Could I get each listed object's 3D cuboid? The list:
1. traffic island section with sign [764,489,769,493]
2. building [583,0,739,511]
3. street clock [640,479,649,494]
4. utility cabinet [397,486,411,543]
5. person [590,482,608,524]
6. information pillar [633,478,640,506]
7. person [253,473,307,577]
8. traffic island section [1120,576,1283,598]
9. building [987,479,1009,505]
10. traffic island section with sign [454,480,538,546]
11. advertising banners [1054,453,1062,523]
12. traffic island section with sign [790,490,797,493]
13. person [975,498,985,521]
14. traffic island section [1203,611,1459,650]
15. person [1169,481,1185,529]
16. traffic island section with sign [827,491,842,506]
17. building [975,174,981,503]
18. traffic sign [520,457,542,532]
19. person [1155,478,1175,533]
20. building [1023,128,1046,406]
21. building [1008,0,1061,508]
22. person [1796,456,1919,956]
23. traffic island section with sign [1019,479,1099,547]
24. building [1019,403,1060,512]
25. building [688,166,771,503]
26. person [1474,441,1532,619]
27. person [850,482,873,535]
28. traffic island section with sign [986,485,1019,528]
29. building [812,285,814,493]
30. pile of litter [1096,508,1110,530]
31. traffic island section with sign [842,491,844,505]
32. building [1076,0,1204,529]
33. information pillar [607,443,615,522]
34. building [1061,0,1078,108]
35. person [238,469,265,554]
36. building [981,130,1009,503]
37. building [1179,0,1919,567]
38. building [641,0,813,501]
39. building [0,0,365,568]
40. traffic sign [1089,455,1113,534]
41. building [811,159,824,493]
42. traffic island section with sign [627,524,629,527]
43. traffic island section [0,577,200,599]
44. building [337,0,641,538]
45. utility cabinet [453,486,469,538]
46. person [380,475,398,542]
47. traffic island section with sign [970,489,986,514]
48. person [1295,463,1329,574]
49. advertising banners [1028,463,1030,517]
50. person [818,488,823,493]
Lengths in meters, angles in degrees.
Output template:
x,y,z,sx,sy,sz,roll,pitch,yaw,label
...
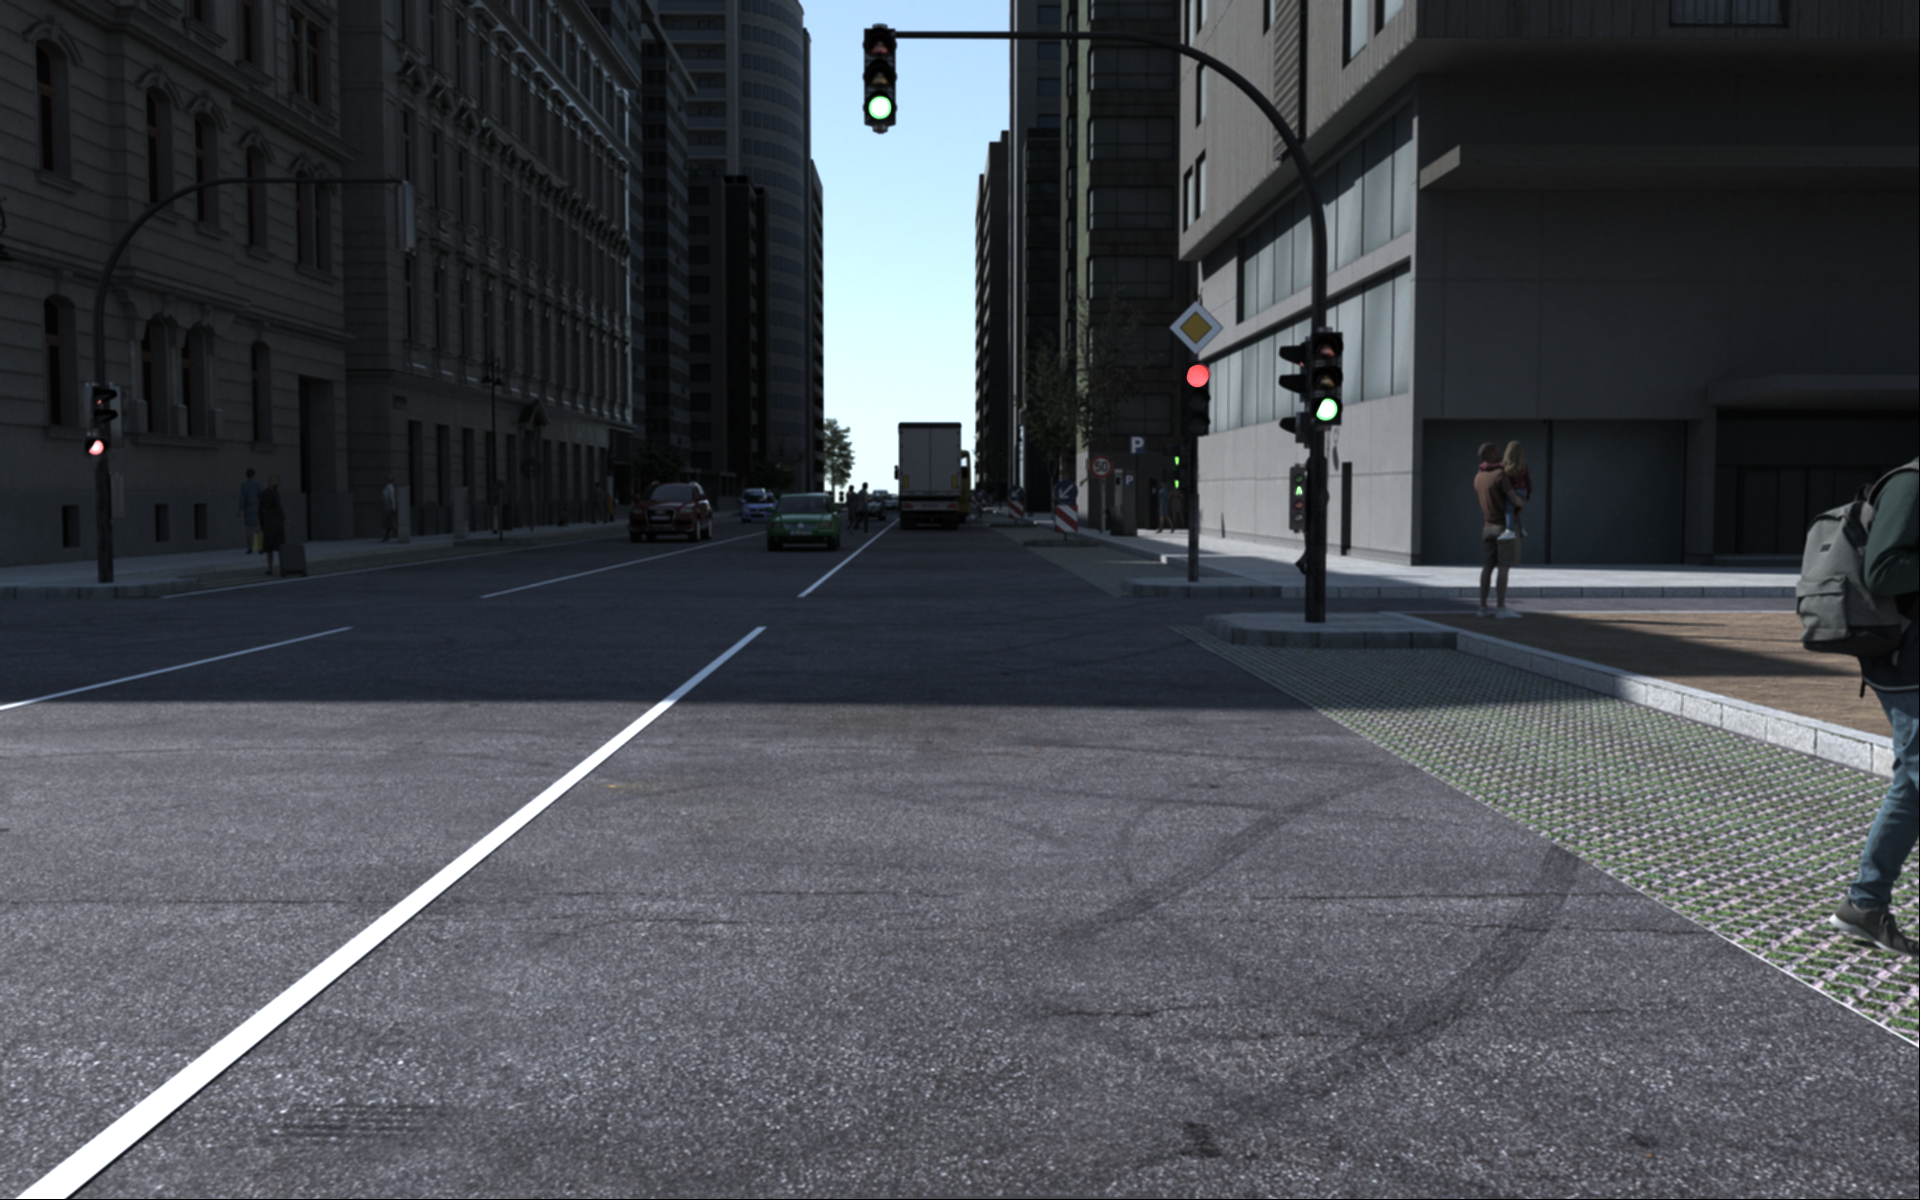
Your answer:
x,y,z,sx,sy,sz,roll,pitch,yaw,label
-14.123,-7.127,125.156,1.989,1.847,2.006,0,4,-1,traffic island section with sign
-34.430,-27.155,135.858,32.217,40.220,23.993,0,4,-1,building
-15.360,-4.877,84.302,0.471,2.002,0.358,3,5,43,street clock
-14.632,-2.254,45.529,0.318,1.500,1.173,-1,4,-16,utility cabinet
-15.576,-4.184,74.731,0.678,1.792,0.850,3,5,39,person
-15.092,-4.669,80.835,0.304,2.012,0.304,-1,4,-9,information pillar
-11.882,-1.313,30.181,0.699,1.804,1.509,-2,4,-30,person
3.439,-0.189,25.374,2.009,0.180,2.903,0,4,-1,traffic island section
19.574,-31.372,204.808,32.217,40.220,23.993,0,4,-1,building
-12.805,-2.409,48.012,1.989,1.847,2.006,0,4,-1,traffic island section with sign
4.280,-4.856,75.588,0.090,3.025,2.074,0,4,-5,advertising banners
-14.577,-8.776,152.108,1.989,1.847,2.006,0,4,-1,traffic island section with sign
1.065,-4.729,90.830,0.505,1.210,0.382,-3,5,-43,person
3.575,0.299,17.390,2.009,0.180,2.903,0,4,-1,traffic island section
7.941,-3.488,63.414,0.599,1.781,0.374,1,4,10,person
-15.518,-12.154,207.337,1.989,1.847,2.006,0,4,-1,traffic island section with sign
13.145,-38.237,248.868,21.300,48.544,21.600,0,4,-1,building
-14.666,-3.616,59.234,0.768,2.556,0.104,0,4,1,traffic sign
6.744,-3.111,56.929,0.654,1.822,0.581,2,4,29,person
11.970,-22.523,139.948,14.160,30.474,14.107,0,4,-1,building
15.022,-37.816,160.297,21.231,58.520,28.212,0,4,-1,building
2.963,0.202,5.182,0.794,1.824,0.713,-2,4,-28,person
2.740,-2.378,47.509,1.989,1.847,2.006,0,4,-1,traffic island section with sign
15.958,-49.120,115.787,22.319,86.520,31.000,0,4,-1,building
-24.764,-23.522,156.286,14.160,30.474,14.107,0,4,-1,building
5.620,-0.730,17.955,0.580,1.828,0.573,1,4,18,person
-3.429,-3.174,60.234,0.795,1.843,0.661,-2,4,-30,person
2.269,-4.026,74.460,1.989,1.847,2.006,0,4,-1,traffic island section with sign
-26.132,-27.430,220.179,14.160,30.474,14.107,0,4,-1,building
5.421,-2.922,61.743,1.176,0.858,1.719,1,4,11,pile of litter
-15.978,-13.824,234.641,1.989,1.847,2.006,0,4,-1,traffic island section with sign
11.643,-23.631,69.959,14.154,41.232,14.086,0,4,-1,building
-16.154,-5.421,79.985,0.183,3.616,0.504,1,4,10,information pillar
12.285,-19.677,93.420,14.160,30.474,14.107,0,4,-1,building
-15.109,-1.891,36.981,0.581,1.822,0.654,-2,4,-33,person
14.103,-36.912,227.218,21.300,48.544,21.600,0,4,-1,building
20.083,-27.599,40.486,27.495,52.752,28.713,0,4,-1,building
-28.403,-40.095,197.551,21.231,58.520,28.212,0,4,-1,building
-23.025,-15.237,36.507,14.401,28.519,23.554,0,4,-1,building
4.579,-3.433,56.238,0.768,2.556,0.104,0,4,0,traffic sign
-30.058,-37.571,237.984,21.300,48.544,21.600,0,4,-1,building
-13.251,-4.057,74.963,1.989,1.847,2.006,0,4,-1,traffic island section with sign
-12.400,-0.173,25.110,2.009,0.180,2.903,0,4,-1,traffic island section
-24.672,-17.985,70.470,17.030,29.872,44.131,0,4,-1,building
-14.402,-2.530,50.043,0.318,1.500,1.173,-1,4,-10,utility cabinet
-15.352,-2.477,46.767,0.641,1.798,0.478,-1,4,-11,person
1.414,-7.124,125.107,1.989,1.847,2.006,0,4,-1,traffic island section with sign
5.625,-1.322,27.757,0.679,1.850,0.850,3,5,43,person
3.870,-6.152,96.774,0.090,3.025,2.074,0,4,4,advertising banners
-7.508,-5.148,93.070,0.661,1.777,0.834,-1,4,-21,person
